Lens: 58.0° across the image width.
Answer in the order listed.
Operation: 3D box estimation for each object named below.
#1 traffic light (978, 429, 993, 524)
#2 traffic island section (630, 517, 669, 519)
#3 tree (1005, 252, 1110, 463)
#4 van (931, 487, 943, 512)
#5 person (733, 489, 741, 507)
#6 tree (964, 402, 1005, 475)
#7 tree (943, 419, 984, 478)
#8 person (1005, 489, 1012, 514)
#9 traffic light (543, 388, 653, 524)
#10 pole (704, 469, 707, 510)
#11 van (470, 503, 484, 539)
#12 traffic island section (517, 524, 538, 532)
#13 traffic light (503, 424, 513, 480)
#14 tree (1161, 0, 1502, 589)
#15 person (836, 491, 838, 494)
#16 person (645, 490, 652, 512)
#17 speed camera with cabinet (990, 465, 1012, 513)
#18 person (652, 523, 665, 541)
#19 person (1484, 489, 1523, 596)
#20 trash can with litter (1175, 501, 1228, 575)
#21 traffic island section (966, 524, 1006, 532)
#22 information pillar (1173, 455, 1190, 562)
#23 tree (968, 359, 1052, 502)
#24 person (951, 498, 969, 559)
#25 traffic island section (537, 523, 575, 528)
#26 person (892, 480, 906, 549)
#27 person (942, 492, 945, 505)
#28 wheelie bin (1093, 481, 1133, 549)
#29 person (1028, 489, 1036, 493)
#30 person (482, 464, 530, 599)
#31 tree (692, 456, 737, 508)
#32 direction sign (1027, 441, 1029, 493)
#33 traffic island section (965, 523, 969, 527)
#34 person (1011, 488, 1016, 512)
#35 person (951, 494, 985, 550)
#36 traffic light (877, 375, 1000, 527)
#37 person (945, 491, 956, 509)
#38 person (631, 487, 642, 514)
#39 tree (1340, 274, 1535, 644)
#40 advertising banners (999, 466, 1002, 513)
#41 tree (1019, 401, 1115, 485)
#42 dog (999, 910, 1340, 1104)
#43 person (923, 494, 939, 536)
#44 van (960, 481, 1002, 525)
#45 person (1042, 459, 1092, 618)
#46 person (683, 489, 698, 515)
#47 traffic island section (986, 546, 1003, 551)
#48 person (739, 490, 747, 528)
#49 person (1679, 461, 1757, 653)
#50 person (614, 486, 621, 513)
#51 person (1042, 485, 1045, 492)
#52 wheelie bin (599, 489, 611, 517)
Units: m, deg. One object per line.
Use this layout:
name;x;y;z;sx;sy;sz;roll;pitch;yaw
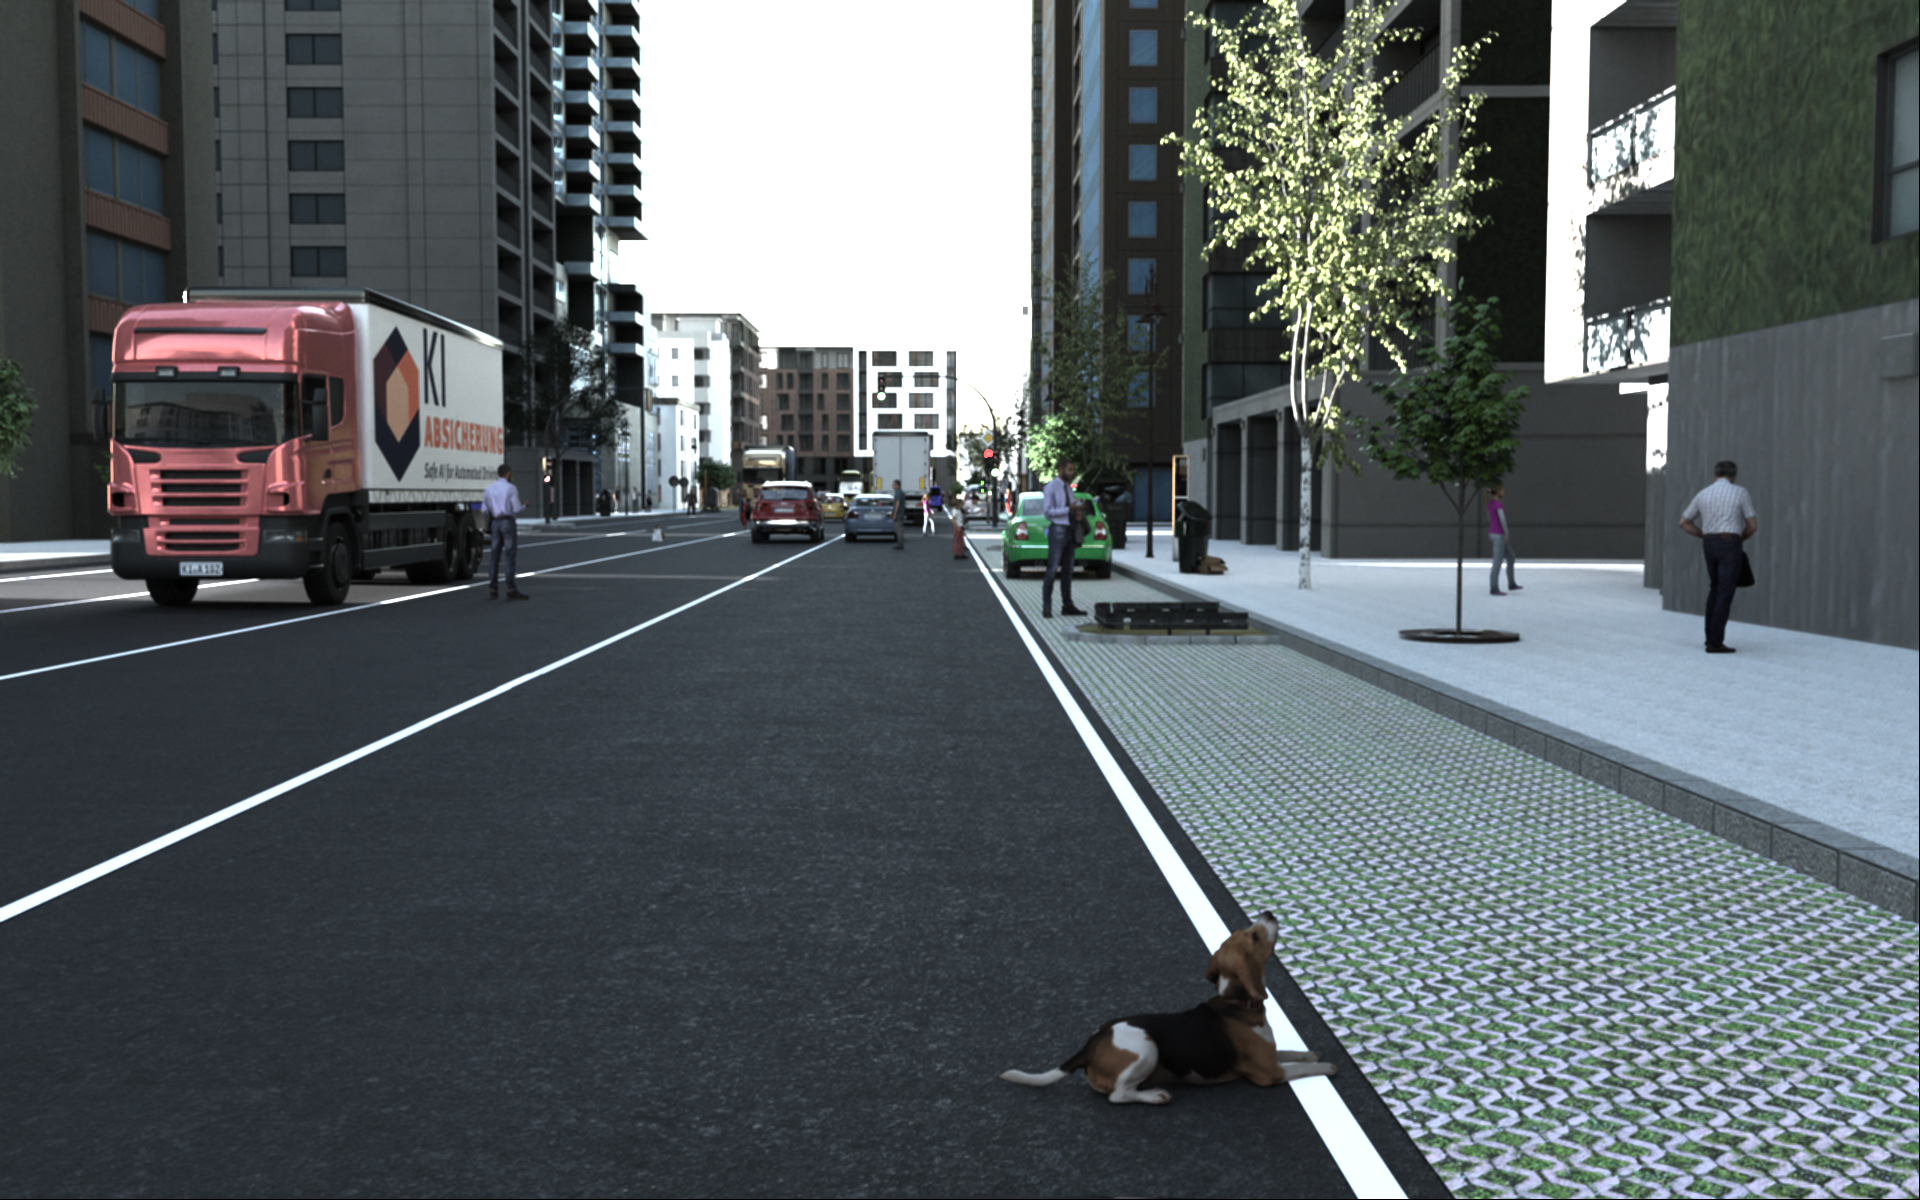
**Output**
traffic light;1.205;-5.234;74.497;0.839;4.253;0.868;0;4;-1
traffic island section;-17.736;-4.666;99.152;1.991;0.108;1.994;0;4;-1
tree;4.038;-6.249;52.532;4.737;8.622;4.395;0;3;0
van;-2.471;-8.538;143.973;2.240;2.365;5.245;0;4;-3
person;-22.212;-10.195;173.277;0.990;1.755;0.434;1;4;17
tree;2.527;-11.476;137.989;4.737;8.622;4.395;0;3;0
tree;1.332;-17.082;213.700;7.601;10.594;8.767;1;4;11
person;3.037;-6.161;108.473;0.593;1.614;0.444;-2;4;-32
traffic light;-15.583;-6.093;74.285;4.771;5.953;1.251;0;4;-1
pole;-20.871;-9.069;142.119;0.158;3.312;0.155;0;3;0
van;-14.403;-2.619;47.199;2.240;2.365;5.245;0;4;-1
traffic island section;-17.604;-2.697;66.371;2.009;0.180;2.903;0;4;-1
traffic light;-17.564;-4.729;66.237;0.839;4.253;0.868;0;4;-1
tree;4.891;-4.449;23.097;4.737;8.622;4.395;0;3;0
person;-15.229;-12.683;215.961;1.348;1.812;0.705;1;4;20
person;-22.017;-6.982;122.406;0.590;1.554;0.614;-2;4;-28
speed camera with cabinet;2.775;-7.358;114.640;0.660;3.252;2.038;2;4;27
person;-9.131;-2.042;52.357;0.381;0.543;0.357;0;4;-7
person;6.976;-0.780;22.024;0.776;1.435;0.726;0;4;-6
trash can with litter;3.942;-1.012;27.927;0.624;1.170;1.055;-2;4;-28
traffic island section;1.356;-2.712;66.627;2.009;0.180;2.903;0;4;-1
information pillar;4.213;-1.742;32.972;0.304;2.012;0.304;1;4;10
tree;2.894;-8.774;93.823;4.360;8.622;3.978;0;3;0
person;0.006;-1.590;38.403;0.340;1.345;0.435;1;4;9
traffic island section;-17.714;-3.185;74.355;2.009;0.180;2.903;0;4;-1
person;-1.632;-2.238;45.218;0.434;1.807;0.598;1;4;22
person;-2.092;-13.288;226.283;0.721;1.766;1.217;-1;4;-10
wheelie bin;3.576;-1.992;40.474;0.980;1.594;0.693;-1;4;-9
person;1.686;-1.865;41.209;0.614;1.554;0.590;-2;4;-27
person;-6.164;-0.938;23.707;0.709;1.838;0.599;1;4;22
tree;-21.397;-10.079;148.513;4.285;4.588;4.351;0;3;0
direction sign;2.906;-5.038;74.371;0.379;3.537;0.876;0;4;-1
traffic island section;1.246;-3.201;74.611;2.009;0.180;2.903;0;4;-1
person;3.845;-6.982;120.883;0.565;1.739;0.600;-1;4;-10
person;0.170;-2.010;44.547;0.628;1.438;0.799;3;5;39
traffic light;-0.775;-5.607;66.342;4.771;5.953;1.251;0;4;-1
person;-0.923;-9.797;169.209;1.217;1.766;0.721;0;4;-8
person;-21.246;-6.524;113.433;0.841;1.734;0.376;3;5;40
tree;4.491;-1.271;15.383;1.663;3.219;1.824;0;3;0
advertising banners;2.426;-6.583;103.823;0.090;3.025;2.074;0;4;-2
tree;3.647;-4.666;59.995;4.285;4.588;4.351;0;3;0
dog;0.520;0.974;4.271;0.748;0.427;0.550;2;4;27
person;-0.949;-2.879;58.814;0.776;1.435;0.726;1;4;9
van;0.942;-4.460;79.929;2.013;2.044;4.112;0;4;0
person;1.275;-0.715;20.053;0.599;1.838;0.709;3;4;39
person;-18.147;-6.582;116.660;0.990;1.755;0.434;-1;4;-11
traffic island section;1.669;-1.310;44.288;1.991;0.108;1.994;0;4;-1
person;-9.243;-3.881;73.651;0.444;1.614;0.593;1;4;11
person;6.203;-0.363;14.192;0.590;1.554;0.614;-3;5;-40
person;-22.970;-6.733;116.251;0.434;1.807;0.598;3;4;37
person;4.108;-4.909;86.843;0.750;1.759;0.617;-2;4;-23
wheelie bin;-20.248;-5.565;98.894;0.693;1.594;0.980;-1;4;-16
